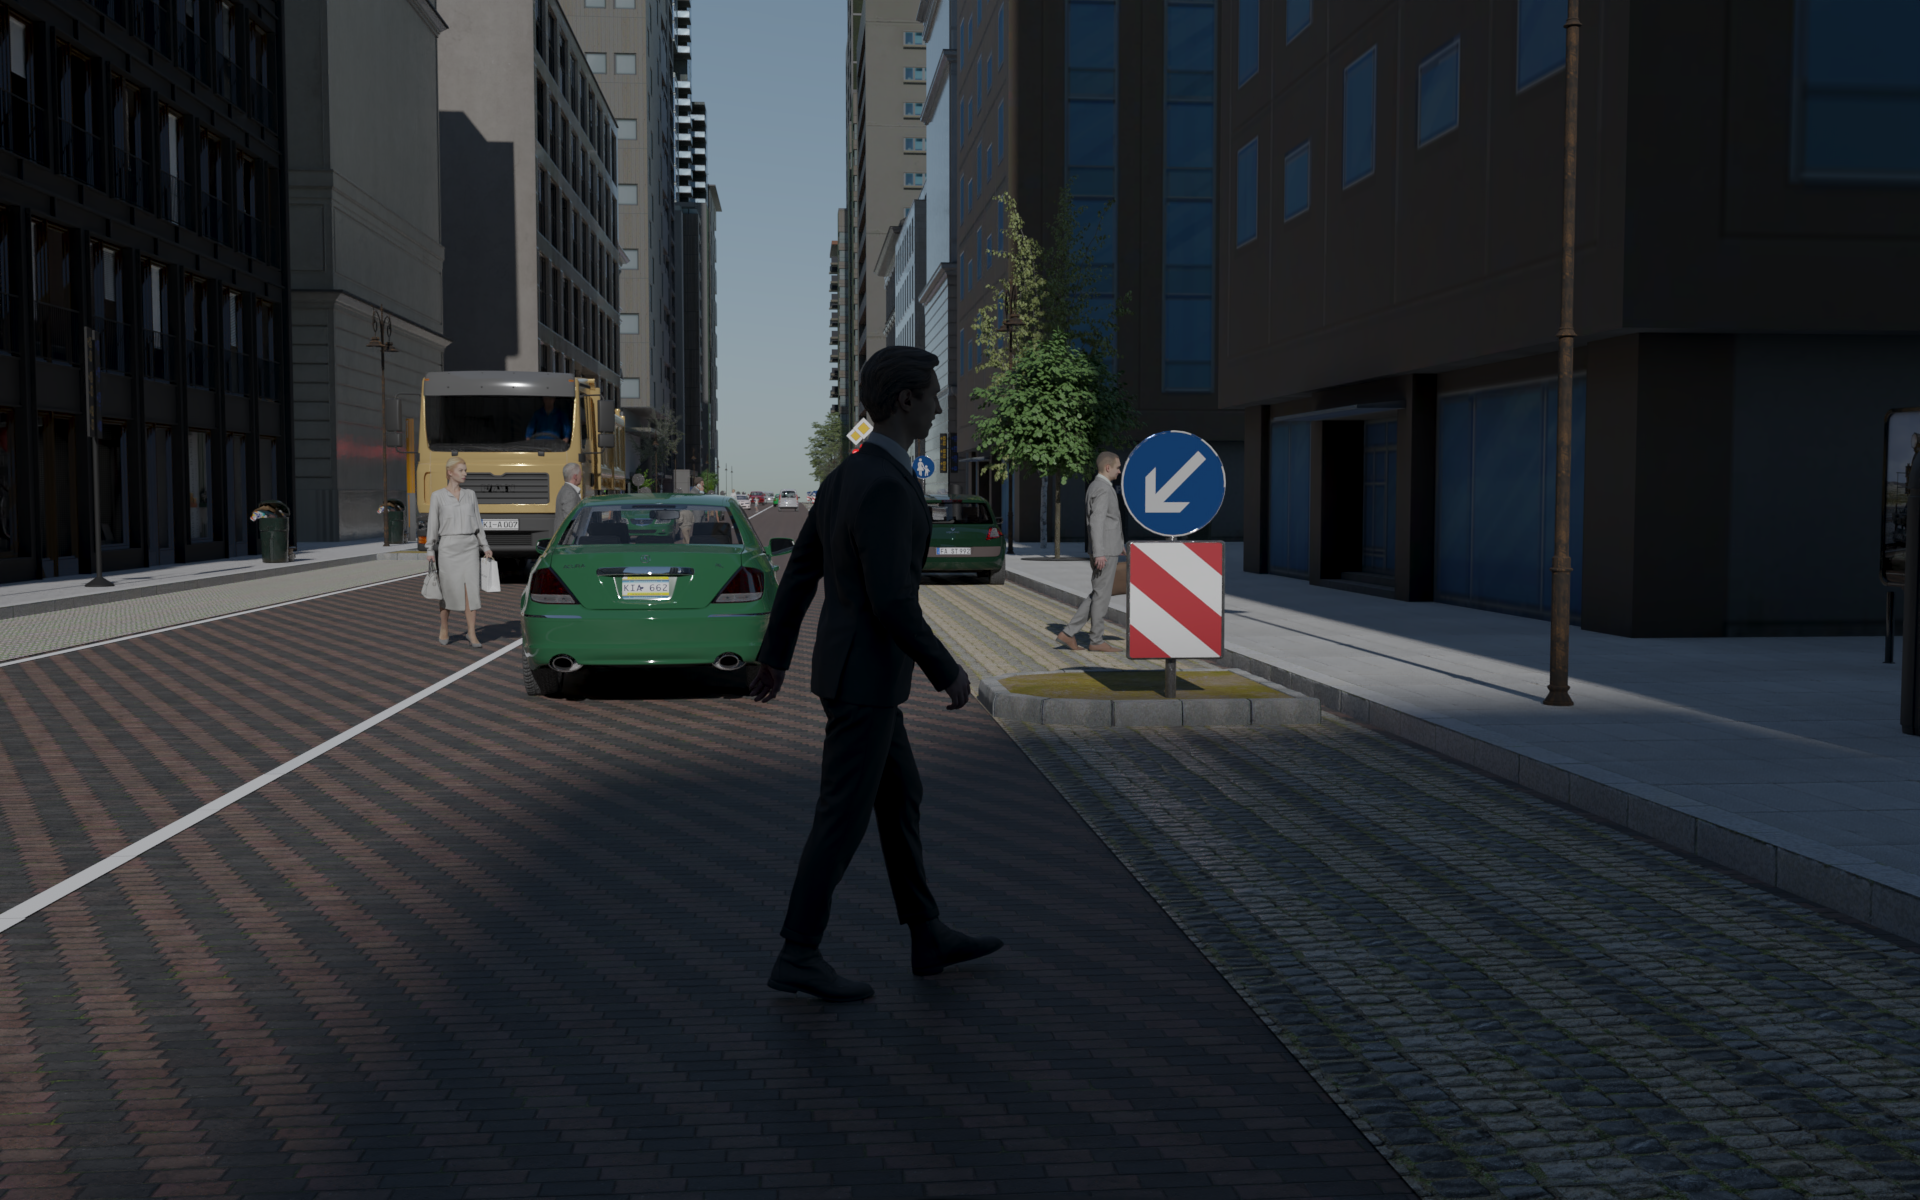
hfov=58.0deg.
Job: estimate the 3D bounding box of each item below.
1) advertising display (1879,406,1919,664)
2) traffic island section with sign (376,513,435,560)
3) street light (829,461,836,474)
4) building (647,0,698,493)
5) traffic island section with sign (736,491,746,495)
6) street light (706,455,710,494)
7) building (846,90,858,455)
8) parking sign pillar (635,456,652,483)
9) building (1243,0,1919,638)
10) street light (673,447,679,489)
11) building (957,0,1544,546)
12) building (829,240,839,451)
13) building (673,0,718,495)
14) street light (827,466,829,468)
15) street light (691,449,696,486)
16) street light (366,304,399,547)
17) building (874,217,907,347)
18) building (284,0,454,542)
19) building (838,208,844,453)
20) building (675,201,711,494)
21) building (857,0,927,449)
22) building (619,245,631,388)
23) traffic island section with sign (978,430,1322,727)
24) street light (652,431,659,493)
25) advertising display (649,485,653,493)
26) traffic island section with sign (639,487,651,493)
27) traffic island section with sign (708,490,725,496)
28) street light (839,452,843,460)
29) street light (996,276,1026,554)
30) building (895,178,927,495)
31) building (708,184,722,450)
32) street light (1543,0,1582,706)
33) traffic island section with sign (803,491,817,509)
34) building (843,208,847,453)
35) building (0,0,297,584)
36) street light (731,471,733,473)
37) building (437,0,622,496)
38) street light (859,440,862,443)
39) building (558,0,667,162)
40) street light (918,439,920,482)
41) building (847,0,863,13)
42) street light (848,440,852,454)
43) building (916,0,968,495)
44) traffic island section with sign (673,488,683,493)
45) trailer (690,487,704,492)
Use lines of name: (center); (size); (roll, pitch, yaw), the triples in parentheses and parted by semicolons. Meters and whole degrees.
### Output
advertising display: (7.095, -0.455, 12.659); (0.123, 1.923, 0.974); (0, 4, -7)
traffic island section with sign: (-11.648, -1.808, 38.194); (1.989, 1.847, 2.006); (0, 4, -5)
street light: (-14.246, -13.657, 196.082); (0.468, 5.910, 1.993); (0, 4, -5)
building: (-38.291, -45.442, 181.227); (20.563, 71.187, 20.611); (0, 4, -5)
traffic island section with sign: (-34.657, -16.490, 278.230); (1.989, 1.847, 2.006); (0, 4, -5)
street light: (-29.097, -13.873, 199.602); (0.468, 5.910, 1.993); (0, 4, -5)
building: (-4.190, -30.317, 179.273); (14.154, 41.232, 14.086); (0, 4, -5)
parking sign pillar: (-22.187, -8.122, 121.268); (1.447, 3.967, 1.447); (2, 4, 35)
building: (11.853, -22.702, 21.293); (14.600, 45.320, 14.200); (0, 4, -5)
street light: (-24.189, -10.675, 147.323); (0.468, 5.910, 1.993); (0, 4, -5)
building: (7.447, -24.561, 51.691); (14.600, 45.320, 14.200); (0, 4, -5)
building: (-10.832, -38.982, 291.972); (22.147, 44.769, 28.867); (0, 4, -5)
building: (-47.141, -57.712, 256.255); (22.319, 86.520, 31.000); (0, 4, -5)
street light: (-16.793, -15.273, 222.504); (0.468, 5.910, 1.993); (0, 4, -5)
street light: (-26.580, -12.255, 173.149); (0.468, 5.910, 1.993); (0, 4, -5)
street light: (-14.041, -4.247, 42.227); (0.468, 5.910, 1.993); (0, 4, -5)
building: (-0.964, -16.883, 126.941); (10.553, 20.767, 40.483); (0, 4, -5)
building: (-31.456, -13.346, 51.486); (30.059, 22.955, 16.112); (0, 4, -5)
building: (-10.594, -34.637, 249.902); (14.154, 41.232, 14.086); (0, 4, -5)
building: (-41.459, -33.754, 235.473); (14.154, 41.232, 14.086); (0, 4, -5)
building: (1.473, -32.905, 161.700); (21.300, 48.544, 21.600); (0, 4, -5)
building: (-28.529, -17.015, 114.346); (11.583, 22.565, 21.152); (0, 4, -5)
traffic island section with sign: (1.156, -0.180, 11.565); (1.989, 1.847, 2.006); (0, 4, -5)
street light: (-21.868, -9.291, 124.698); (0.468, 5.910, 1.993); (0, 4, -5)
advertising display: (-20.919, -6.836, 116.974); (0.123, 1.923, 0.974); (-2, 4, -24)
traffic island section with sign: (-16.943, -5.190, 93.478); (1.989, 1.847, 2.006); (0, 4, -5)
traffic island section with sign: (-24.160, -9.790, 168.698); (1.989, 1.847, 2.006); (0, 4, -5)
street light: (-11.676, -12.060, 169.968); (0.468, 5.910, 1.993); (0, 4, -5)
street light: (1.081, -3.923, 36.932); (0.468, 5.910, 1.993); (0, 4, -5)
building: (2.014, -14.908, 98.491); (10.420, 20.320, 16.860); (0, 4, -5)
building: (-54.033, -42.613, 285.954); (28.713, 52.752, 27.495); (0, 4, -5)
street light: (3.646, -2.299, 10.374); (0.468, 5.910, 1.993); (0, 4, -5)
traffic island section with sign: (-16.676, -11.565, 197.714); (1.989, 1.847, 2.006); (0, 4, -5)
building: (-5.482, -31.205, 193.793); (14.154, 41.232, 14.086); (0, 4, -5)
building: (-20.264, -12.238, 29.762); (12.332, 23.373, 15.834); (0, 4, -5)
street light: (-37.153, -18.924, 282.194); (0.468, 5.910, 1.993); (0, 4, -5)
building: (-28.453, -17.247, 86.510); (19.350, 26.468, 34.151); (0, 4, -5)
street light: (-6.841, -8.968, 119.412); (0.468, 5.910, 1.993); (0, 4, -5)
building: (-40.872, -34.752, 157.426); (28.713, 52.752, 27.495); (0, 4, -5)
street light: (-1.491, -5.524, 63.110); (0.468, 5.910, 1.993); (0, 4, -5)
building: (-5.299, -47.252, 210.828); (20.563, 71.187, 20.611); (0, 4, -5)
street light: (-9.183, -10.552, 145.307); (0.468, 5.910, 1.993); (0, 4, -5)
building: (8.501, -17.954, 79.456); (20.117, 28.700, 13.634); (0, 4, -5)
traffic island section with sign: (-19.538, -6.839, 120.440); (1.989, 1.847, 2.006); (0, 4, -5)
trailer: (-20.239, -7.709, 133.088); (1.471, 1.999, 3.904); (0, 4, -6)
